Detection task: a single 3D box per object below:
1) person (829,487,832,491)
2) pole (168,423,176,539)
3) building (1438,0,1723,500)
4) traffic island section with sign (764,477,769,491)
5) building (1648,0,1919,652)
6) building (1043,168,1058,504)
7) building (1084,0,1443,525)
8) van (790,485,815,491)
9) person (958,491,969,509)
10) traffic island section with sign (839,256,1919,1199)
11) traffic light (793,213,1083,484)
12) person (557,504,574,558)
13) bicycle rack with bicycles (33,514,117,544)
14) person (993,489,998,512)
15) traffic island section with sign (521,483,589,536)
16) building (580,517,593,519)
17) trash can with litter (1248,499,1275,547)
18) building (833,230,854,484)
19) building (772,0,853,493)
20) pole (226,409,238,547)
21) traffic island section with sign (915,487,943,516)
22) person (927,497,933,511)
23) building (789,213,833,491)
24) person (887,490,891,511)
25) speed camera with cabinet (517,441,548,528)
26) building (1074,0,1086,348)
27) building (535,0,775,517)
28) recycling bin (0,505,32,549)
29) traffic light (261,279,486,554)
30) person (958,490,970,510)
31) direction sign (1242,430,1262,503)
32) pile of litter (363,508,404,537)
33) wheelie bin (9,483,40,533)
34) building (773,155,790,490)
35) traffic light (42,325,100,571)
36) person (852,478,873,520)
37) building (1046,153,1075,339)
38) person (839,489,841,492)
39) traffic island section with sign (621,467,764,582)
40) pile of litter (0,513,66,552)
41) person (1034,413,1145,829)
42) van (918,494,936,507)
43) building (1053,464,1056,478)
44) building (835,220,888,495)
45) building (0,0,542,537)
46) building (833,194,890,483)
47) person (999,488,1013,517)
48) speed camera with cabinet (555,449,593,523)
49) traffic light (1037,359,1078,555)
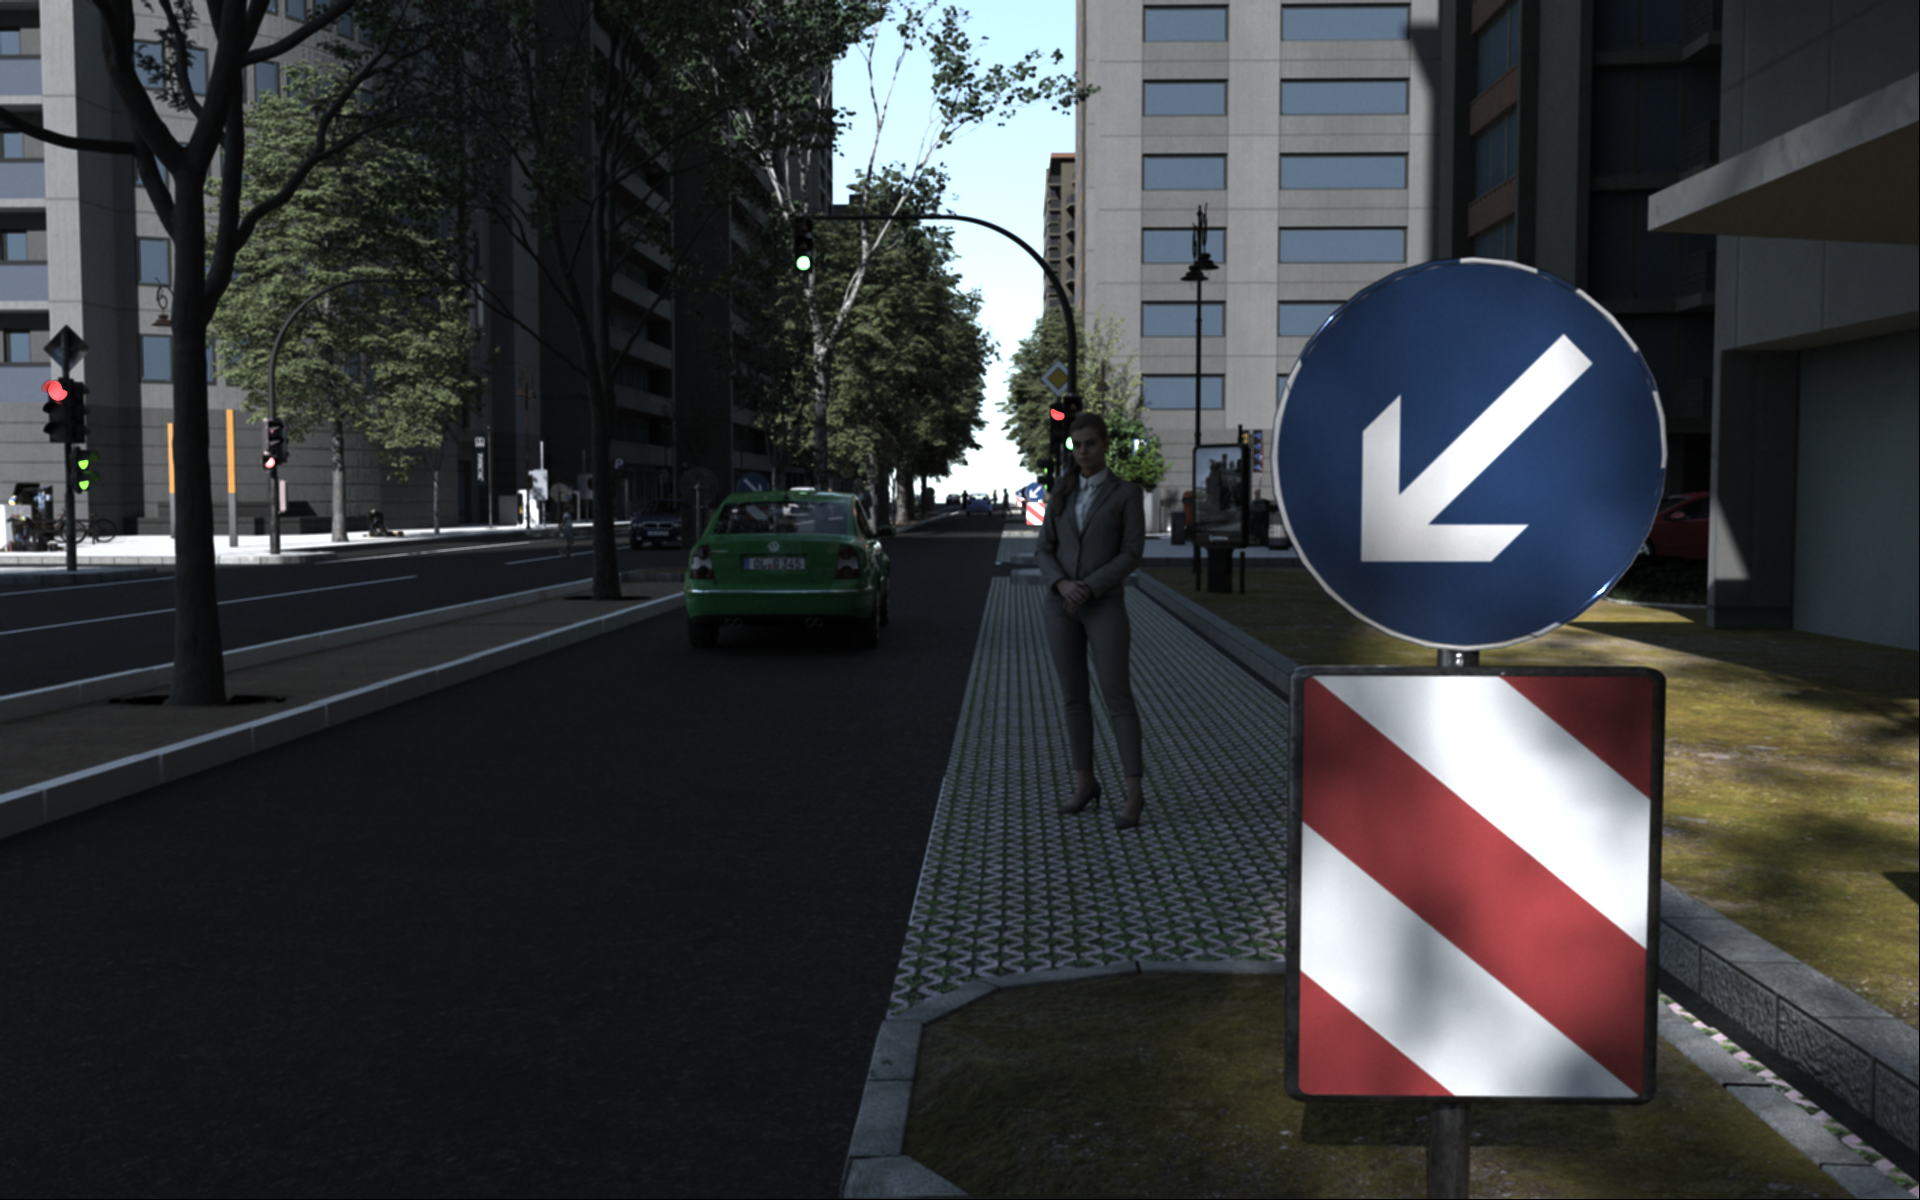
[{"bbox_3d":[-7.846,-5.943,105.586,0.656,1.842,0.836,1,4,20],"label":"person"},{"bbox_3d":[-22.695,-3.432,49.965,0.158,3.312,0.155,0,3,0],"label":"pole"},{"bbox_3d":[27.199,-24.049,47.821,28.867,44.769,22.147,0,4,2],"label":"building"},{"bbox_3d":[-4.226,-1.719,36.246,2.006,1.907,1.989,0,4,2],"label":"traffic island section with sign"},{"bbox_3d":[17.881,-25.276,2.498,28.713,52.752,27.495,0,4,2],"label":"building"},{"bbox_3d":[22.559,-37.955,244.262,21.300,48.544,21.600,0,4,2],"label":"building"},{"bbox_3d":[16.649,-33.153,84.048,21.231,58.520,28.212,0,4,2],"label":"building"},{"bbox_3d":[-9.241,-5.711,100.390,2.013,2.044,4.112,0,4,2],"label":"van"},{"bbox_3d":[0.363,-9.563,165.380,1.217,1.766,0.721,1,4,14],"label":"person"},{"bbox_3d":[0.775,0.301,3.705,1.989,1.847,2.006,0,4,2],"label":"traffic island section with sign"},{"bbox_3d":[-0.293,-3.276,28.224,4.771,5.953,1.251,0,4,2],"label":"traffic light"},{"bbox_3d":[-8.903,-1.566,39.124,0.382,1.210,0.505,-1,4,-10],"label":"person"},{"bbox_3d":[-23.408,-1.908,44.576,2.925,0.926,2.852,-1,4,-22],"label":"bicycle rack with bicycles"},{"bbox_3d":[2.883,-8.115,141.198,0.705,1.821,1.348,-1,4,-10],"label":"person"},{"bbox_3d":[-13.920,-3.130,59.796,1.989,1.847,2.006,0,4,2],"label":"traffic island section with sign"},{"bbox_3d":[-28.794,-28.961,97.211,21.300,48.544,21.600,0,4,2],"label":"building"},{"bbox_3d":[7.313,-1.900,42.445,0.624,1.170,1.055,2,4,25],"label":"trash can with litter"},{"bbox_3d":[-28.365,-32.858,229.112,32.217,40.220,23.993,0,4,2],"label":"building"},{"bbox_3d":[-23.528,-46.942,205.752,20.563,71.187,20.611,0,4,2],"label":"building"},{"bbox_3d":[-17.591,-2.937,41.857,0.158,3.312,0.155,0,3,0],"label":"pole"},{"bbox_3d":[-1.981,-6.313,111.352,2.006,1.907,1.989,0,4,2],"label":"traffic island section with sign"},{"bbox_3d":[-2.626,-8.557,148.425,0.705,1.822,1.348,-2,4,-31],"label":"person"},{"bbox_3d":[-20.782,-24.769,176.679,14.160,30.474,14.107,0,4,2],"label":"building"},{"bbox_3d":[-5.905,-8.206,143.390,0.721,1.743,1.217,1,4,14],"label":"person"},{"bbox_3d":[-16.210,-4.357,65.579,0.660,3.252,2.038,-2,4,-32],"label":"speed camera with cabinet"},{"bbox_3d":[15.552,-29.138,126.509,14.600,45.320,14.200,0,4,2],"label":"building"},{"bbox_3d":[-25.283,-30.519,122.687,21.300,48.544,21.600,0,4,2],"label":"building"},{"bbox_3d":[-22.254,-1.713,40.557,0.722,1.027,0.722,2,4,31],"label":"recycling bin"},{"bbox_3d":[-12.471,-3.796,36.738,4.771,5.953,1.251,0,4,2],"label":"traffic light"},{"bbox_3d":[0.467,-8.890,153.808,1.348,1.831,0.705,1,4,15],"label":"person"},{"bbox_3d":[10.306,-4.244,61.379,0.876,3.537,0.379,3,5,42],"label":"direction sign"},{"bbox_3d":[-17.331,-2.331,52.072,1.176,0.858,1.719,-2,4,-23],"label":"pile of litter"},{"bbox_3d":[-26.460,-2.530,49.271,0.693,1.594,0.980,3,4,38],"label":"wheelie bin"},{"bbox_3d":[-22.152,-22.598,141.173,14.160,30.474,14.107,0,4,2],"label":"building"},{"bbox_3d":[-14.804,-2.438,28.784,0.839,4.253,0.868,0,4,2],"label":"traffic light"},{"bbox_3d":[-2.285,-1.909,39.893,0.537,1.800,0.526,1,4,9],"label":"person"},{"bbox_3d":[22.086,-34.487,218.494,22.147,44.769,28.867,0,4,2],"label":"building"},{"bbox_3d":[-9.664,-7.988,139.121,1.348,1.822,0.705,1,4,9],"label":"person"},{"bbox_3d":[-4.457,-1.266,28.843,2.006,1.907,1.989,0,4,2],"label":"traffic island section with sign"},{"bbox_3d":[-20.883,-1.521,38.830,1.719,0.858,1.176,2,4,25],"label":"pile of litter"},{"bbox_3d":[0.563,0.071,7.611,0.520,1.790,0.573,1,4,11],"label":"person"},{"bbox_3d":[-3.551,-11.000,186.863,2.013,2.044,4.112,0,4,1],"label":"van"},{"bbox_3d":[20.752,-52.363,168.804,22.319,86.520,31.000,0,4,2],"label":"building"},{"bbox_3d":[-17.797,-34.527,248.115,14.154,41.232,14.086,0,4,2],"label":"building"},{"bbox_3d":[-30.099,-31.932,64.086,21.231,58.520,28.212,0,4,2],"label":"building"},{"bbox_3d":[-18.059,-37.432,262.121,14.600,45.320,14.200,0,4,2],"label":"building"},{"bbox_3d":[2.934,-6.165,109.566,0.850,1.792,0.678,-1,4,-16],"label":"person"},{"bbox_3d":[-16.875,-5.003,76.142,0.660,3.252,2.038,2,4,32],"label":"speed camera with cabinet"},{"bbox_3d":[2.040,-2.897,36.285,0.839,4.253,0.868,0,4,2],"label":"traffic light"}]
